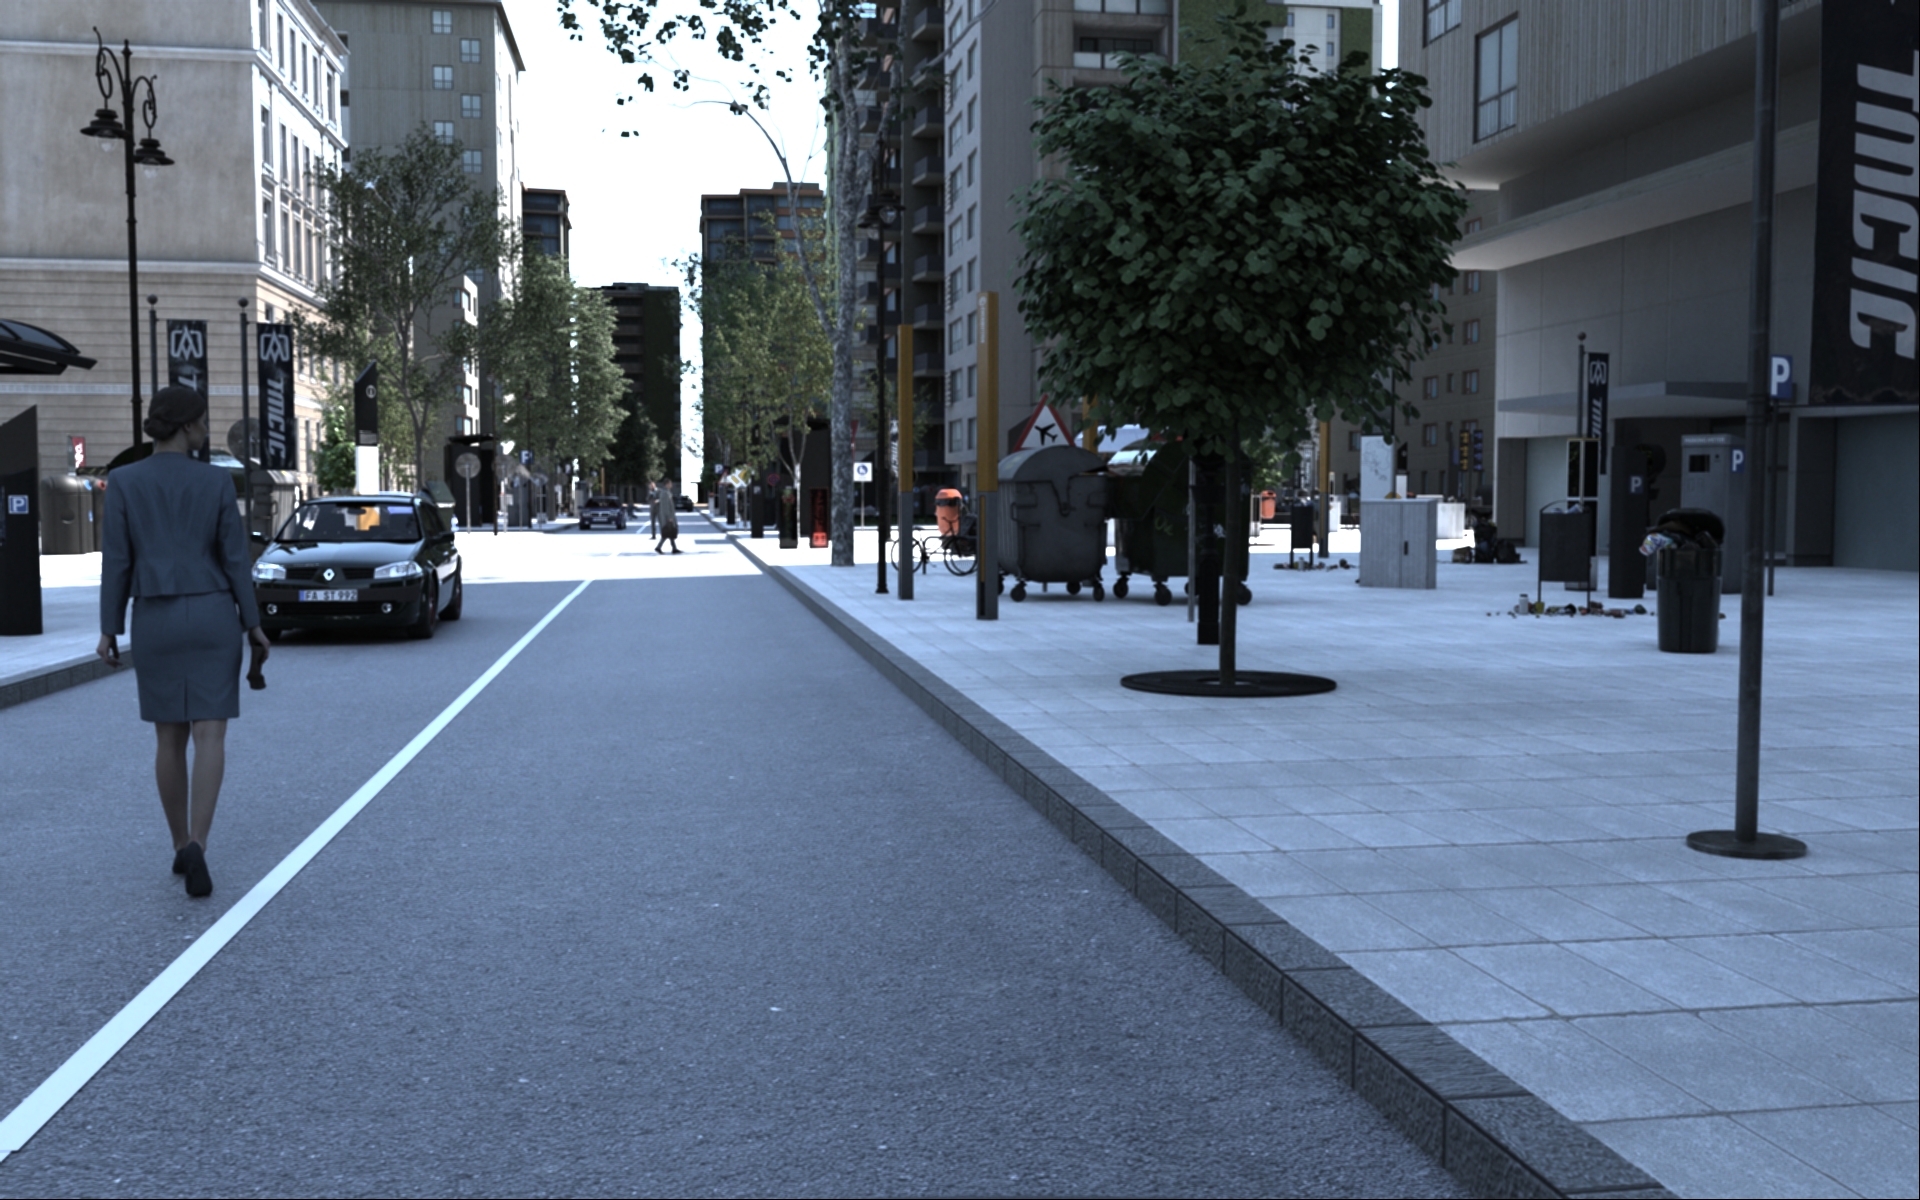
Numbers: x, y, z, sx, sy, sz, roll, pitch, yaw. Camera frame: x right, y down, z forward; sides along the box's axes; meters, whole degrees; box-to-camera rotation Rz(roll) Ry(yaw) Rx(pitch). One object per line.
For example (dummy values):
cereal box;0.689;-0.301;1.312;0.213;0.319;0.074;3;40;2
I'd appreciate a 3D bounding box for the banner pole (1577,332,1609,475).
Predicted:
banner pole;9.803;-2.261;26.979;0.863;3.779;0.401;-2;4;-29

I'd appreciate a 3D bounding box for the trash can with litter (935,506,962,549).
trash can with litter;-0.266;-1.775;40.404;0.624;1.170;1.055;0;3;0

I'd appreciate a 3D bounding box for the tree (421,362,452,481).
tree;-28.566;-8.578;90.610;4.360;8.622;3.978;0;3;0

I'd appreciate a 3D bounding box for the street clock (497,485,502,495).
street clock;-35.663;-7.907;133.842;0.471;2.002;0.358;-1;4;-10

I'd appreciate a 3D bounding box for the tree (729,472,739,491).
tree;-17.740;-8.428;132.394;1.663;3.219;1.824;0;3;0

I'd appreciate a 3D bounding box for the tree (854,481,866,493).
tree;-6.315;-6.588;102.307;1.663;3.219;1.824;0;3;0

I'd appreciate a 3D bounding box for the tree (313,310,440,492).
tree;-21.843;-6.989;64.634;4.737;8.622;4.395;0;3;0

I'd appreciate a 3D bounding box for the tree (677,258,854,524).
tree;-8.464;-9.169;75.668;9.928;11.665;9.643;0;3;0

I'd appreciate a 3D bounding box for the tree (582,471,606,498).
tree;-28.026;-8.294;130.203;1.663;3.219;1.824;0;3;0

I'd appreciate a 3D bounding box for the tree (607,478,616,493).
tree;-36.065;-11.369;180.485;1.663;3.219;1.824;0;3;0

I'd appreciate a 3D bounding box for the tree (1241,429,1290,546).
tree;7.462;-2.950;42.830;1.663;3.219;1.824;0;3;0

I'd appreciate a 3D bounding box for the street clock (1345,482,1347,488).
street clock;20.166;-5.193;89.471;0.358;2.002;0.471;-3;5;-44

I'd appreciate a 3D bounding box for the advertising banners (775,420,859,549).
advertising banners;-3.339;-2.717;40.610;2.074;3.025;0.090;-2;4;-24

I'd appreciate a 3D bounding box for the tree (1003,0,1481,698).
tree;1.755;-1.694;11.410;4.285;4.588;4.351;0;3;0

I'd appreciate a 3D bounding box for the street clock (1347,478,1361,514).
street clock;18.252;-4.610;79.949;0.471;2.002;0.358;0;4;-1

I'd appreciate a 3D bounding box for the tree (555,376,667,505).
tree;-32.553;-14.918;160.922;9.611;12.733;9.660;0;3;0

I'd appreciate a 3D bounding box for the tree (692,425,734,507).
tree;-25.388;-13.797;175.948;4.360;8.622;3.978;0;3;0

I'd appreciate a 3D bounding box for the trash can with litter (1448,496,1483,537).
trash can with litter;14.653;-2.498;51.898;1.678;1.210;2.233;1;4;12

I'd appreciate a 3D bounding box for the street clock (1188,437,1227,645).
street clock;2.128;-0.623;14.764;0.471;2.002;0.358;1;4;9

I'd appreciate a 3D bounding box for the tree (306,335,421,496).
tree;-27.217;-7.852;78.743;4.360;8.622;3.978;0;3;0

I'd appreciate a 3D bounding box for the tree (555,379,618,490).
tree;-23.323;-9.533;106.229;4.360;8.622;3.978;0;3;0

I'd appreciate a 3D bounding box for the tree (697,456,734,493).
tree;-20.751;-10.114;149.076;4.285;4.588;4.351;0;3;0

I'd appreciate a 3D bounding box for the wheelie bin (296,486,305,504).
wheelie bin;-25.046;-3.500;65.136;0.980;1.594;0.693;3;5;43

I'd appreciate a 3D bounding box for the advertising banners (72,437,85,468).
advertising banners;-26.912;-3.540;54.064;0.090;3.025;2.074;1;4;15

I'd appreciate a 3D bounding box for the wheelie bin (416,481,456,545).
wheelie bin;-12.277;-1.990;40.451;0.693;1.594;0.980;2;4;28

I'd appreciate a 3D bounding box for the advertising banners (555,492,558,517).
advertising banners;-22.841;-6.151;96.750;0.090;3.025;2.074;0;4;6

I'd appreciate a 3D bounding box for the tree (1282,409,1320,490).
tree;17.218;-8.653;91.835;4.360;8.622;3.978;0;3;0

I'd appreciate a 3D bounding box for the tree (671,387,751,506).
tree;-27.529;-17.250;192.402;12.009;13.543;11.850;0;3;0

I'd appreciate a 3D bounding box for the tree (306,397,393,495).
tree;-12.391;-2.442;34.535;1.663;3.219;1.824;0;3;0

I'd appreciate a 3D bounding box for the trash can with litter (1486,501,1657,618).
trash can with litter;6.803;-0.444;18.323;2.233;1.210;1.678;1;4;23

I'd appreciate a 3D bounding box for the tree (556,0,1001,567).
tree;-1.461;-10.745;31.570;12.611;20.169;13.585;0;3;0

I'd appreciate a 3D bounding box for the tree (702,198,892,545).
tree;-4.202;-5.707;43.667;4.737;8.622;4.395;0;3;0

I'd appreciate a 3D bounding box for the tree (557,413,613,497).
tree;-25.904;-10.402;120.438;4.737;8.622;4.395;0;3;0

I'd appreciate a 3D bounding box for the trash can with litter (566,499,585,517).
trash can with litter;-21.643;-5.262;97.424;0.624;1.170;1.055;2;4;25

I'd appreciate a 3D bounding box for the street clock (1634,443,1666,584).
street clock;9.805;-1.233;24.734;0.358;2.002;0.471;-1;4;-22

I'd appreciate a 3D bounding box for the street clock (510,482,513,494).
street clock;-23.322;-5.280;90.896;0.358;2.002;0.471;3;5;44

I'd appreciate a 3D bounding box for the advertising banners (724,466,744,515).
advertising banners;-14.049;-6.829;107.840;0.090;3.025;2.074;2;4;30

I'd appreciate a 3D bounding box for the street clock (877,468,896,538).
street clock;-2.006;-2.619;47.395;0.471;2.002;0.358;2;4;32

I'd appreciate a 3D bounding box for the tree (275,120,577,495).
tree;-13.099;-6.613;42.541;8.767;10.594;7.601;1;4;16

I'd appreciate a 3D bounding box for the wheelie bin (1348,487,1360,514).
wheelie bin;17.183;-4.107;75.052;0.693;1.594;0.980;1;4;16

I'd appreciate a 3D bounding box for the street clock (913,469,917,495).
street clock;-1.409;-2.611;47.254;0.471;2.002;0.358;0;4;4

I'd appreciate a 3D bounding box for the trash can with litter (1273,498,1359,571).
trash can with litter;6.229;-1.147;29.810;2.233;1.210;1.678;-3;4;-38

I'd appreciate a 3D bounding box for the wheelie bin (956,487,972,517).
wheelie bin;0.083;-4.166;76.026;0.980;1.594;0.693;3;5;40

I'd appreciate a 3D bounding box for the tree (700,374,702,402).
tree;-11.123;-8.360;87.054;4.737;8.622;4.395;0;3;0

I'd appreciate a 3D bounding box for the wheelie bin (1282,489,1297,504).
wheelie bin;20.499;-6.099;107.626;0.980;1.594;0.693;2;4;27

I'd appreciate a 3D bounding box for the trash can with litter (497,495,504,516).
trash can with litter;-27.262;-5.553;101.854;1.678;1.210;2.233;-1;4;-15

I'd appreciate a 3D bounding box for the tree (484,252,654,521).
tree;-19.046;-10.021;81.970;7.486;12.596;7.792;0;3;0

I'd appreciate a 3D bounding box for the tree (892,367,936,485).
tree;-3.451;-8.537;89.936;4.737;8.622;4.395;0;3;0
